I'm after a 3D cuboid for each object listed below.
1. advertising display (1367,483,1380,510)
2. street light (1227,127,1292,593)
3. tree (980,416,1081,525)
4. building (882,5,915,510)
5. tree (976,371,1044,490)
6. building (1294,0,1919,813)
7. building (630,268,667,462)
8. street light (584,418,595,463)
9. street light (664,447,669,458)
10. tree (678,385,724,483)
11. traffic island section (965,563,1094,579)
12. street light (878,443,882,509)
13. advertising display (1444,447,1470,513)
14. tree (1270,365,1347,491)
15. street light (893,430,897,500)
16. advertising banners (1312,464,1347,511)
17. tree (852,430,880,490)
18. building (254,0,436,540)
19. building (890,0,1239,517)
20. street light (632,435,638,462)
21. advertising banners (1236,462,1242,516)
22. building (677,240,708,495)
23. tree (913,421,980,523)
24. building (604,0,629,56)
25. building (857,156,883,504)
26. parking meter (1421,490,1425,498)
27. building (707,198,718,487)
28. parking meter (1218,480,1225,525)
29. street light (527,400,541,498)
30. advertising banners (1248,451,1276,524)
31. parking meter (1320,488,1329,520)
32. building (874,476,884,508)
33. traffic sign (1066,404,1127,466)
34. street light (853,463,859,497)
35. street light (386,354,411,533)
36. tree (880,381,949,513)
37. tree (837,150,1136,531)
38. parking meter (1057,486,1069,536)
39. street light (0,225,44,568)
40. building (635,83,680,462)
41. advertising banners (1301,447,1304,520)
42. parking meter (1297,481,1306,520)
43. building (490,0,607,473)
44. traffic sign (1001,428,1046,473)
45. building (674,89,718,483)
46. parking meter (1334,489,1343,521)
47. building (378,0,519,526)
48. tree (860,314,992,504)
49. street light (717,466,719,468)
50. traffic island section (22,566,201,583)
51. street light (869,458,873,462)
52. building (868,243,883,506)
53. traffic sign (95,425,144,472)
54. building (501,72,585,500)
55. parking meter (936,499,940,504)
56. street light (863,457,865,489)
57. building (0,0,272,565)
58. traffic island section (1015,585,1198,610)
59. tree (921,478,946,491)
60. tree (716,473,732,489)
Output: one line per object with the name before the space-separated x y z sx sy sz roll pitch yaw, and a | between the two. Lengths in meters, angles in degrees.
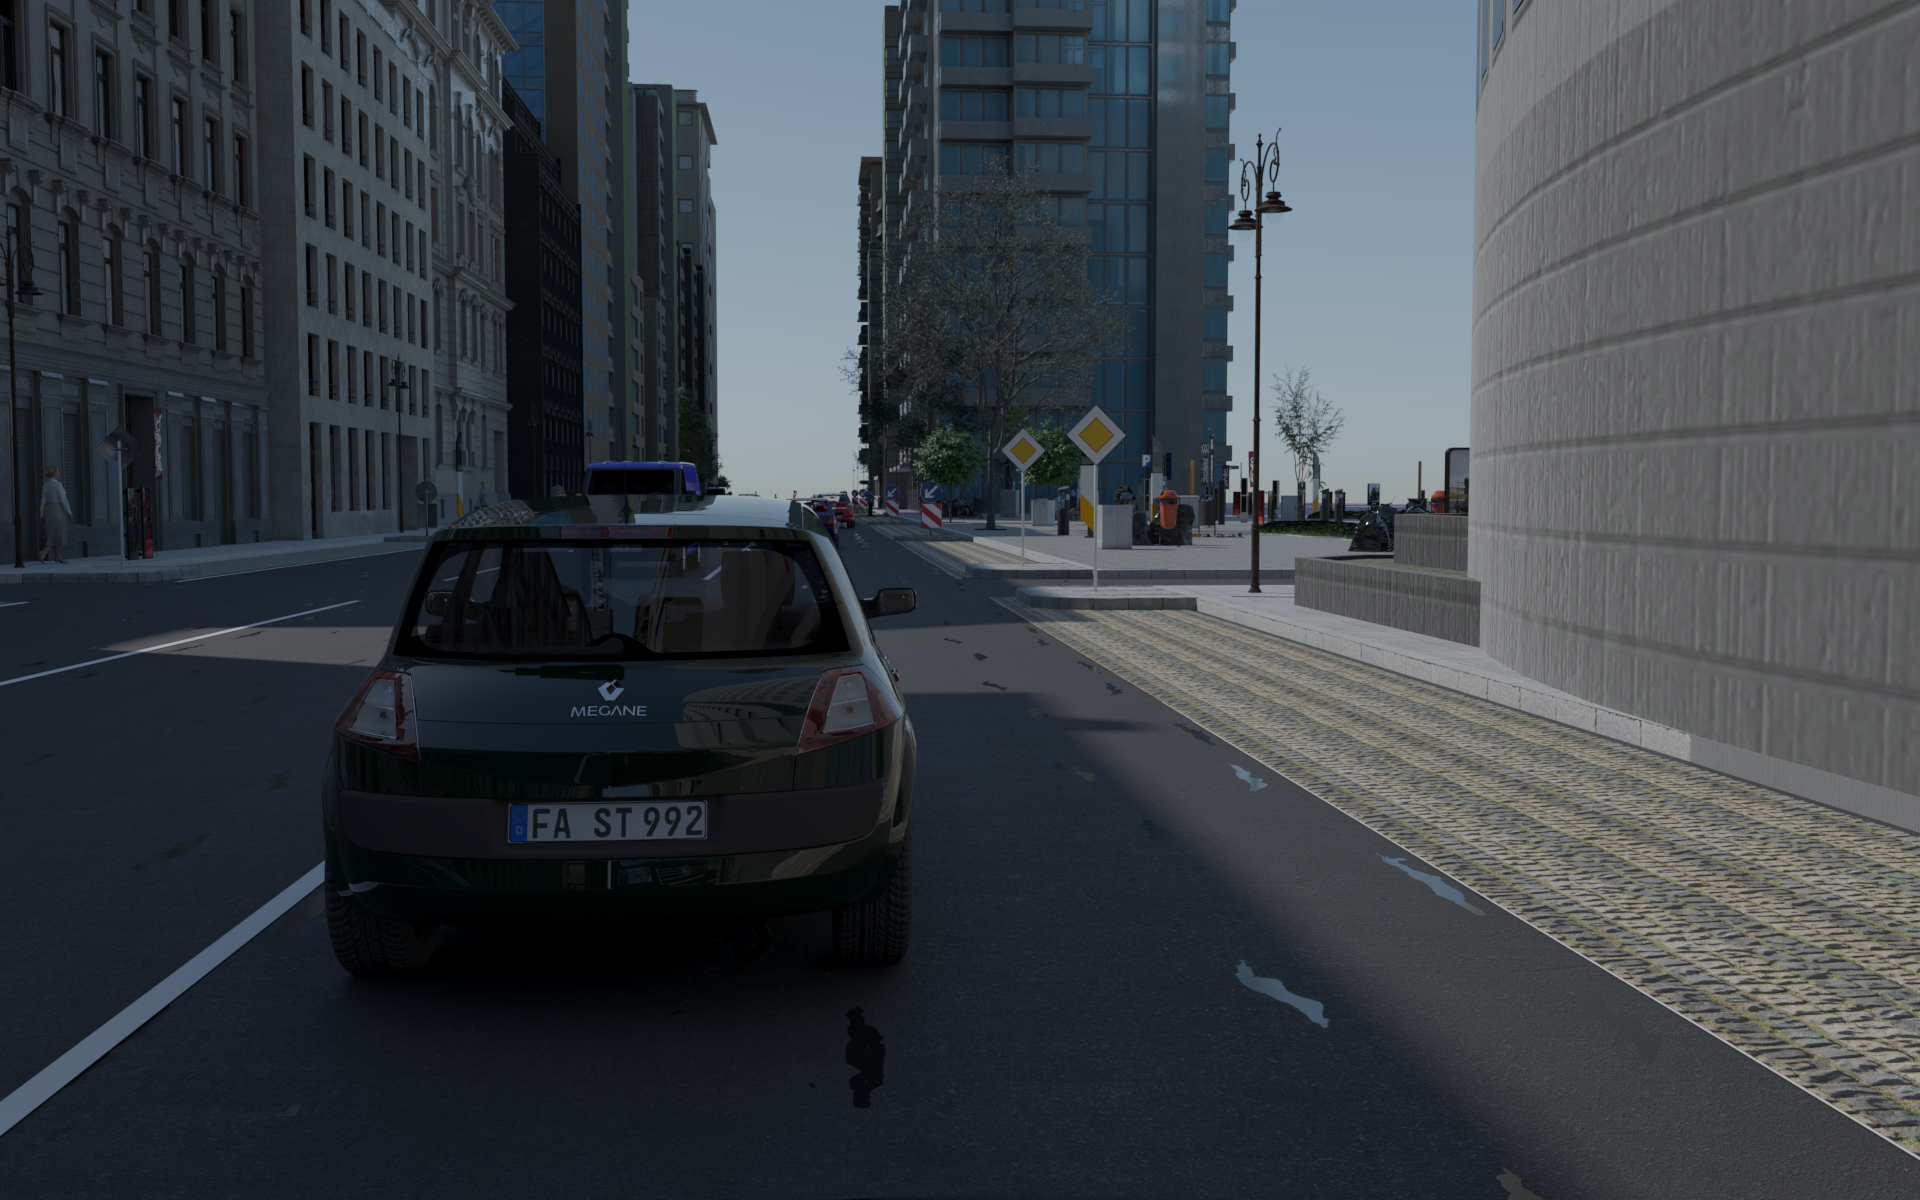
advertising display | 24.827 -6.041 103.979 0.974 1.923 0.123 -2 4 -34
street light | 3.840 -3.032 22.368 0.468 5.910 1.993 0 4 -5
tree | 3.794 -5.455 72.910 4.285 4.588 4.351 0 3 0
building | 0.291 -28.511 149.751 14.154 41.232 14.086 0 4 -5
tree | 2.969 -9.094 99.055 4.737 8.622 4.395 0 3 0
building | 14.375 -28.508 8.102 21.231 58.520 28.212 0 4 -5
building | -39.959 -18.388 145.689 27.650 21.520 28.899 0 4 -5
street light | -22.548 -8.124 105.617 0.468 5.910 1.993 0 4 -5
street light | -27.162 -11.492 160.687 0.468 5.910 1.993 0 4 -5
tree | -29.463 -16.133 180.780 9.611 12.733 9.660 0 3 0
traffic island section | 1.157 -0.511 30.638 2.009 0.180 2.903 0 4 -5
street light | -7.050 -11.042 153.327 0.468 5.910 1.993 0 4 -5
advertising display | 7.172 -1.143 23.900 0.974 1.923 0.123 0 4 -3
tree | 19.279 -9.009 97.665 4.360 8.622 3.978 0 3 0
street light | -4.615 -9.361 125.841 0.468 5.910 1.993 0 4 -5
advertising banners | 21.639 -6.443 101.532 2.074 3.025 0.090 0 4 6
tree | -9.439 -14.626 189.504 4.360 8.622 3.978 0 3 0
building | -23.962 -12.251 55.060 10.420 20.320 16.860 0 4 -5
building | 7.014 -31.059 127.415 23.786 49.044 30.456 0 4 -5
street light | -24.908 -9.791 132.877 0.468 5.910 1.993 0 4 -5
advertising banners | 15.825 -6.152 96.773 0.090 3.025 2.074 1 4 20
building | -38.103 -26.762 209.257 14.160 30.474 14.107 0 4 -5
tree | -0.382 -5.730 77.404 4.285 4.588 4.351 0 3 0
building | -31.409 -26.952 124.268 14.154 41.232 14.086 0 4 -5
building | -1.966 -34.696 221.907 22.147 44.769 28.867 0 4 -5
parking meter | 28.661 -6.058 107.459 0.372 1.533 0.369 0 3 0
building | -42.501 -36.732 250.677 14.600 45.320 14.200 0 4 -5
parking meter | 10.890 -4.059 72.074 0.255 1.863 0.399 1 4 15
street light | -20.891 -6.861 84.961 0.468 5.910 1.993 0 4 -5
advertising banners | 12.133 -4.494 69.670 0.090 3.025 2.074 -1 4 -22
parking meter | 15.444 -3.972 73.347 0.372 1.533 0.369 0 3 0
building | 7.793 -29.262 170.322 32.217 40.220 23.993 0 4 -5
traffic sign | 1.794 -1.248 22.596 0.795 2.593 0.064 0 4 -5
street light | -14.010 -16.171 237.187 0.468 5.910 1.993 0 4 -5
street light | -18.521 -5.168 57.281 0.468 5.910 1.993 0 4 -5
tree | -2.735 -9.789 110.406 4.360 8.622 3.978 0 3 0
tree | 1.172 -9.231 61.292 12.009 13.543 11.850 0 3 0
parking meter | 3.205 -2.769 53.679 0.372 1.533 0.369 0 3 0
street light | -16.373 -3.497 29.969 0.468 5.910 1.993 0 4 -5
building | -34.875 -29.586 167.333 14.154 41.232 14.086 0 4 -5
advertising banners | 12.897 -4.220 65.182 0.090 3.025 2.074 1 4 13
parking meter | 15.654 -4.507 79.399 0.255 1.863 0.399 3 4 38
building | -30.298 -28.121 109.885 14.600 45.320 14.200 0 4 -5
traffic sign | 1.135 -1.735 30.554 0.795 2.593 0.064 0 4 -5
building | -46.991 -39.141 229.200 28.713 52.752 27.495 0 4 -5
parking meter | 17.430 -4.362 79.730 0.372 1.533 0.369 0 3 0
building | -27.873 -17.574 74.724 14.401 28.519 23.554 0 4 -5
tree | -1.981 -9.478 89.385 7.601 10.594 8.767 -3 5 -44
street light | -33.960 -16.519 242.866 0.468 5.910 1.993 0 4 -5
traffic island section | -14.232 -0.434 29.372 2.009 0.180 2.903 0 4 -5
street light | -9.271 -12.706 180.528 0.468 5.910 1.993 0 4 -5
building | -3.679 -26.237 200.681 14.160 30.474 14.107 0 4 -5
traffic sign | -14.209 -1.659 29.307 0.795 2.593 0.064 0 4 -5
building | -28.111 -16.259 95.517 12.332 23.373 15.834 0 4 -5
parking meter | -1.298 -5.892 102.043 0.255 1.863 0.399 0 4 6
street light | -11.666 -14.507 209.968 0.468 5.910 1.993 0 4 -5
building | -22.522 -11.484 36.919 9.793 20.994 18.267 0 4 -5
traffic island section | 1.817 -0.024 22.680 2.009 0.180 2.903 0 4 -5
tree | -1.723 -6.359 98.569 1.663 3.219 1.824 0 3 0
tree | -36.289 -17.015 261.915 4.285 4.588 4.351 0 3 0
